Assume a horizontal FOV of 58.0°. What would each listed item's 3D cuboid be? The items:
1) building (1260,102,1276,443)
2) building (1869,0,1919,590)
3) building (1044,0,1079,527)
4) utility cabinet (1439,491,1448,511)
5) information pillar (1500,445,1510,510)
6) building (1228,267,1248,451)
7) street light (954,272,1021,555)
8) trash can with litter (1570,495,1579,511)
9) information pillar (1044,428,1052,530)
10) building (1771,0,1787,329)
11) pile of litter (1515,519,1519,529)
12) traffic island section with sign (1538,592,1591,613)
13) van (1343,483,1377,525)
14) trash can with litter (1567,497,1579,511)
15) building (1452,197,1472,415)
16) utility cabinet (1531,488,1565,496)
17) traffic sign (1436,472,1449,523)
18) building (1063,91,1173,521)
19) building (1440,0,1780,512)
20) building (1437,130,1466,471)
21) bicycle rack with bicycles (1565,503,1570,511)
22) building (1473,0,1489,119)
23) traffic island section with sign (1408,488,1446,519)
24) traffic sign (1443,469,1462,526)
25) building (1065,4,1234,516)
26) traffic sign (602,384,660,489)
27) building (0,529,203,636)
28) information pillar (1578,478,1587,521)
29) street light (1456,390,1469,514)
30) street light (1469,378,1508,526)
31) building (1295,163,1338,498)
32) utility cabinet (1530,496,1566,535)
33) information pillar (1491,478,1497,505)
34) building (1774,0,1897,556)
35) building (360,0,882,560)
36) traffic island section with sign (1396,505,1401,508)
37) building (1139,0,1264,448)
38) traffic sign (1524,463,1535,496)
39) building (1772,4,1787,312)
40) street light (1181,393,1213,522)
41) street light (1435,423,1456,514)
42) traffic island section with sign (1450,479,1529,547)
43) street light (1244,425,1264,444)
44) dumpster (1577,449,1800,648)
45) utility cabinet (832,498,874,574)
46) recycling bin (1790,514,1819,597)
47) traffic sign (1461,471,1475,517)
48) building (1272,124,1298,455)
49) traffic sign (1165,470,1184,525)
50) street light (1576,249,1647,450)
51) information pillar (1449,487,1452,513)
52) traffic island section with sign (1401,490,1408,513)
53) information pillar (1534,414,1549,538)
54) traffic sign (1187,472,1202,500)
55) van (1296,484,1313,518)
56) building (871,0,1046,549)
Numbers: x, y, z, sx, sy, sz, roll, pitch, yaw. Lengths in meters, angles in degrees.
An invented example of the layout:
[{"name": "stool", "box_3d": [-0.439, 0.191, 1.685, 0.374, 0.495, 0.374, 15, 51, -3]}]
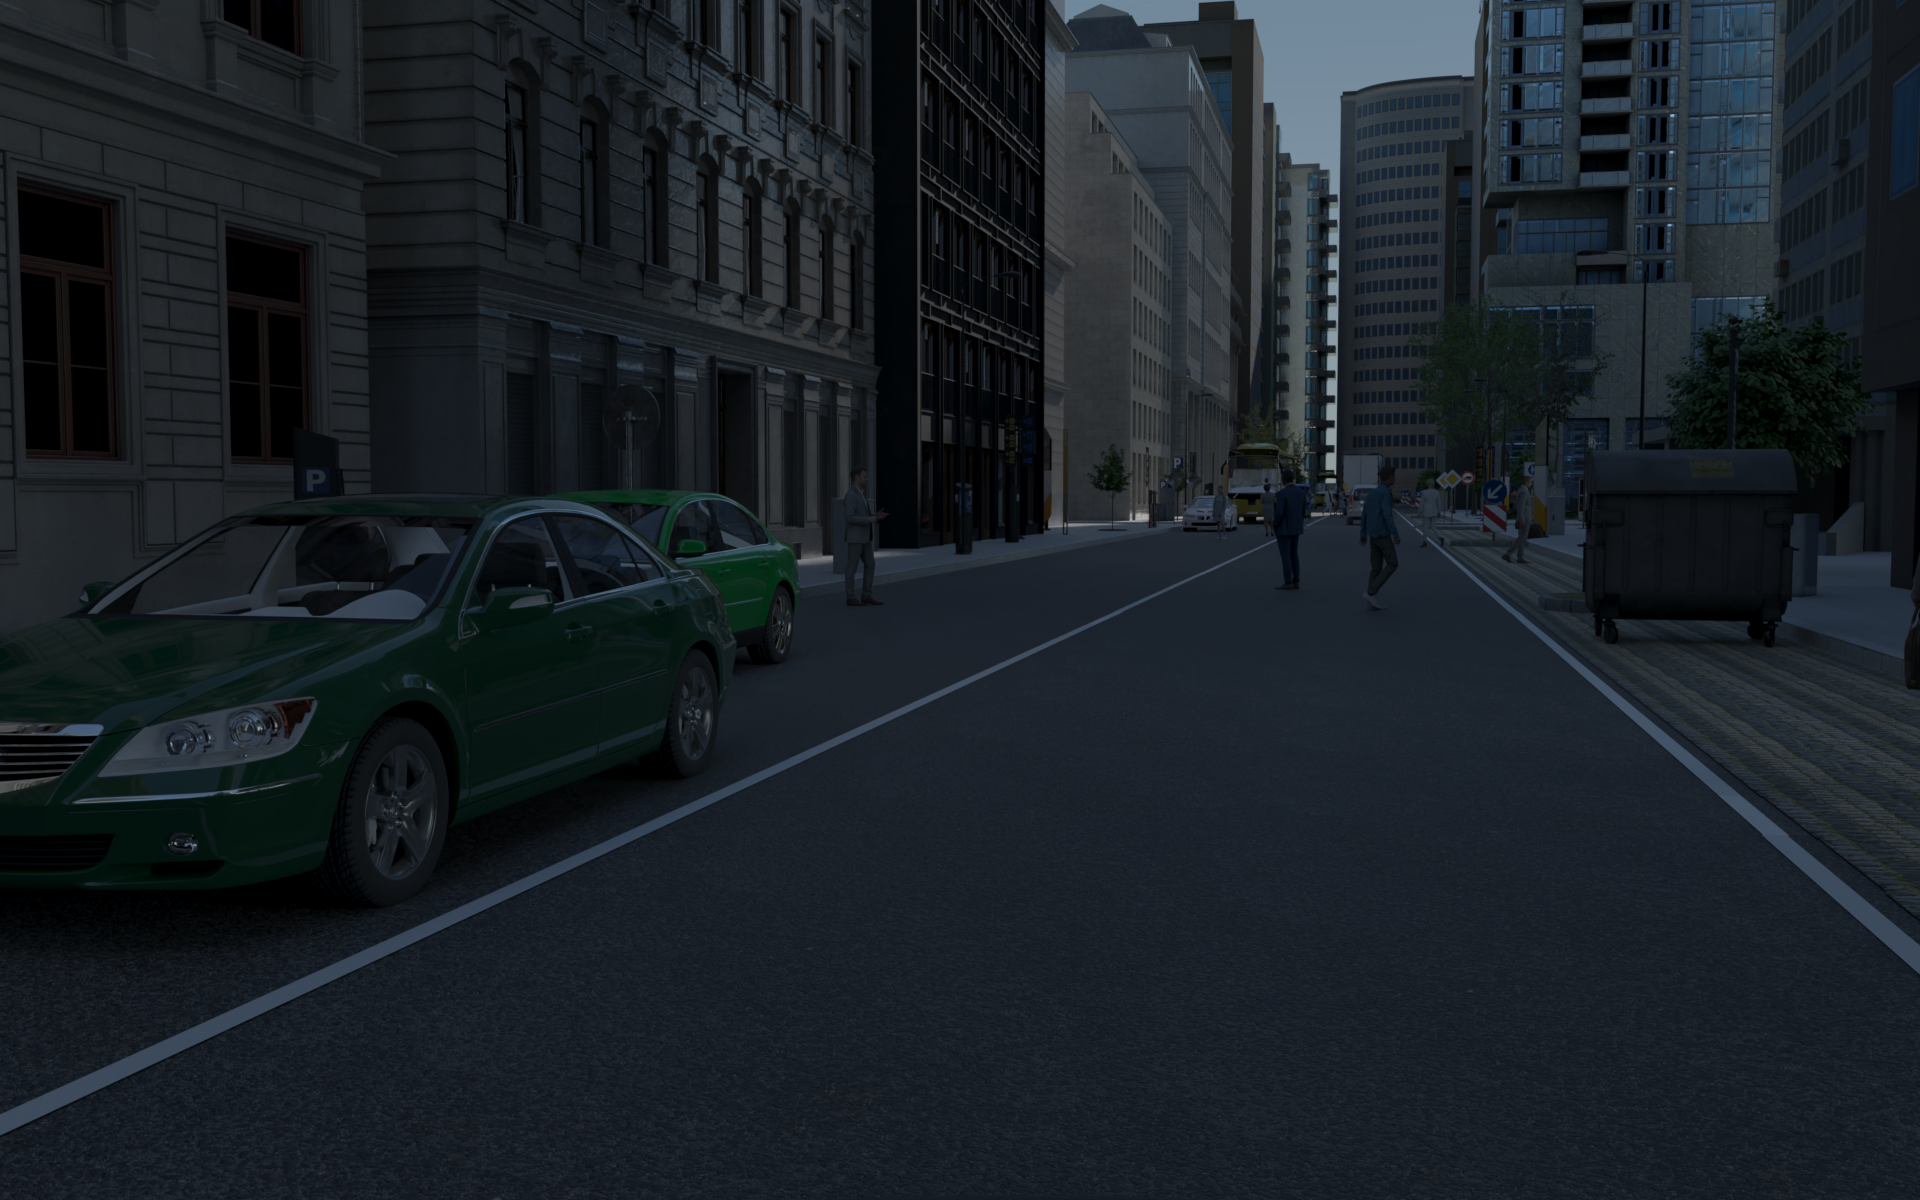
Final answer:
[{"name": "building", "box_3d": [24.669, -30.196, 177.305, 14.154, 41.232, 14.086, 1, 4, 13]}, {"name": "building", "box_3d": [17.721, -22.295, 14.632, 14.600, 45.320, 14.200, 1, 4, 13]}, {"name": "building", "box_3d": [-7.864, -17.135, 67.541, 23.554, 28.519, 14.401, 1, 4, 13]}, {"name": "utility cabinet", "box_3d": [36.021, -7.361, 129.032, 0.318, 1.500, 1.173, 0, 4, -2]}, {"name": "information pillar", "box_3d": [26.079, -5.600, 82.907, 0.504, 3.616, 0.183, -2, 4, -28]}, {"name": "building", "box_3d": [15.758, -18.295, 140.929, 13.314, 21.916, 24.055, 1, 4, 13]}, {"name": "street light", "box_3d": [0.592, -3.907, 36.422, 1.470, 5.913, 1.316, 1, 4, 13]}, {"name": "trash can with litter", "box_3d": [30.713, -4.684, 87.636, 2.233, 1.210, 1.678, 1, 4, 20]}, {"name": "information pillar", "box_3d": [3.090, -4.268, 61.139, 0.183, 3.616, 0.504, -2, 4, -24]}, {"name": "building", "box_3d": [88.608, -46.805, 203.509, 20.611, 71.187, 20.563, 1, 4, 13]}, {"name": "pile of litter", "box_3d": [20.885, -3.014, 63.251, 1.719, 0.858, 1.176, -3, 5, -43]}, {"name": "traffic island section with sign", "box_3d": [8.241, -0.780, 21.385, 1.989, 1.847, 2.006, 1, 4, 13]}, {"name": "van", "box_3d": [19.029, -4.545, 81.325, 2.013, 2.044, 4.112, 1, 4, 11]}, {"name": "trash can with litter", "box_3d": [36.037, -5.528, 101.772, 1.055, 1.170, 0.624, 0, 4, 7]}, {"name": "building", "box_3d": [55.347, -24.311, 169.189, 14.160, 30.474, 14.107, 1, 4, 13]}, {"name": "utility cabinet", "box_3d": [22.327, -3.494, 65.811, 1.173, 1.500, 0.318, 0, 4, -1]}, {"name": "traffic sign", "box_3d": [21.728, -4.528, 77.668, 0.795, 2.450, 0.064, 1, 4, 13]}, {"name": "building", "box_3d": [5.032, -14.481, 91.521, 10.420, 20.320, 16.860, 1, 4, 13]}, {"name": "building", "box_3d": [49.076, -50.030, 130.657, 22.319, 86.520, 31.000, 1, 4, 13]}, {"name": "building", "box_3d": [66.248, -34.397, 212.503, 14.600, 45.320, 14.200, 1, 4, 13]}, {"name": "bicycle rack with bicycles", "box_3d": [37.101, -5.634, 105.500, 2.852, 0.926, 2.925, 0, 4, -5]}, {"name": "building", "box_3d": [53.044, -30.833, 154.234, 14.600, 45.320, 14.200, 1, 4, 13]}, {"name": "traffic island section with sign", "box_3d": [27.513, -5.690, 101.658, 1.989, 1.847, 2.006, 1, 4, 13]}, {"name": "traffic sign", "box_3d": [19.863, -4.053, 69.903, 0.795, 2.450, 0.064, 1, 4, 13]}, {"name": "building", "box_3d": [11.109, -20.567, 113.755, 11.434, 29.767, 29.804, 1, 4, 13]}, {"name": "traffic sign", "box_3d": [-3.834, -1.225, 20.129, 0.768, 2.556, 0.104, 1, 4, 21]}, {"name": "building", "box_3d": [-14.253, -10.745, 11.845, 11.583, 22.565, 21.152, 1, 4, 13]}, {"name": "information pillar", "box_3d": [29.186, -4.692, 81.202, 0.304, 2.012, 0.304, 2, 4, 27]}, {"name": "street light", "box_3d": [23.112, -6.410, 77.338, 1.470, 5.913, 1.316, 1, 4, 13]}, {"name": "street light", "box_3d": [21.281, -5.931, 69.516, 1.470, 5.913, 1.316, 1, 4, 13]}, {"name": "building", "box_3d": [38.815, -38.569, 250.215, 30.456, 49.044, 23.786, 1, 4, 13]}, {"name": "utility cabinet", "box_3d": [18.385, -2.632, 54.195, 1.020, 1.237, 0.306, 2, 4, 24]}, {"name": "information pillar", "box_3d": [24.618, -4.623, 80.081, 0.304, 2.012, 0.304, -1, 4, -10]}, {"name": "building", "box_3d": [33.693, -21.269, 39.622, 32.217, 40.220, 23.993, 1, 4, 13]}, {"name": "building", "box_3d": [-8.466, -11.117, 30.911, 9.793, 20.994, 18.267, 1, 4, 13]}, {"name": "traffic island section with sign", "box_3d": [45.537, -10.279, 176.688, 1.989, 1.847, 2.006, 1, 4, 13]}, {"name": "building", "box_3d": [20.962, -31.374, 163.079, 14.600, 45.320, 14.200, 1, 4, 13]}, {"name": "traffic sign", "box_3d": [18.236, -3.239, 55.085, 0.606, 2.300, 0.079, 1, 4, 18]}, {"name": "building", "box_3d": [56.081, -28.372, 83.493, 30.456, 49.044, 23.786, 1, 4, 13]}, {"name": "street light", "box_3d": [10.989, -6.577, 80.075, 1.470, 5.913, 1.316, 1, 4, 13]}, {"name": "street light", "box_3d": [31.932, -8.640, 113.802, 1.470, 5.913, 1.316, 1, 4, 13]}, {"name": "traffic island section with sign", "box_3d": [14.537, -2.385, 47.625, 1.989, 1.847, 2.006, 1, 4, 13]}, {"name": "street light", "box_3d": [19.759, -8.833, 116.955, 1.470, 5.913, 1.316, 1, 4, 13]}, {"name": "dumpster", "box_3d": [6.980, -0.519, 16.708, 1.865, 1.857, 1.264, 1, 4, 15]}, {"name": "utility cabinet", "box_3d": [-1.727, -1.044, 28.235, 0.306, 1.237, 1.020, 1, 4, 21]}, {"name": "recycling bin", "box_3d": [10.434, -0.578, 22.012, 0.722, 1.027, 0.722, 3, 5, 40]}, {"name": "traffic sign", "box_3d": [28.237, -5.889, 96.398, 0.768, 2.556, 0.104, 1, 4, 17]}, {"name": "building", "box_3d": [25.583, -36.514, 216.612, 30.456, 49.044, 23.786, 1, 4, 13]}, {"name": "traffic sign", "box_3d": [8.982, -4.213, 72.528, 0.795, 2.450, 0.064, 1, 4, 13]}, {"name": "street light", "box_3d": [12.380, -3.690, 32.881, 1.470, 5.913, 1.316, 1, 4, 13]}, {"name": "information pillar", "box_3d": [34.075, -7.056, 119.856, 0.304, 2.012, 0.304, 0, 4, 2]}, {"name": "traffic island section with sign", "box_3d": [33.932, -7.324, 128.376, 1.989, 1.847, 2.006, 1, 4, 13]}, {"name": "information pillar", "box_3d": [17.201, -3.661, 51.218, 0.183, 3.616, 0.504, -2, 4, -24]}, {"name": "traffic sign", "box_3d": [10.847, -4.688, 80.293, 0.795, 2.450, 0.064, 1, 4, 13]}, {"name": "van", "box_3d": [20.080, -6.109, 104.272, 2.240, 2.365, 5.245, 1, 4, 15]}, {"name": "building", "box_3d": [-5.118, -13.403, 48.825, 12.332, 23.373, 15.834, 1, 4, 13]}]
